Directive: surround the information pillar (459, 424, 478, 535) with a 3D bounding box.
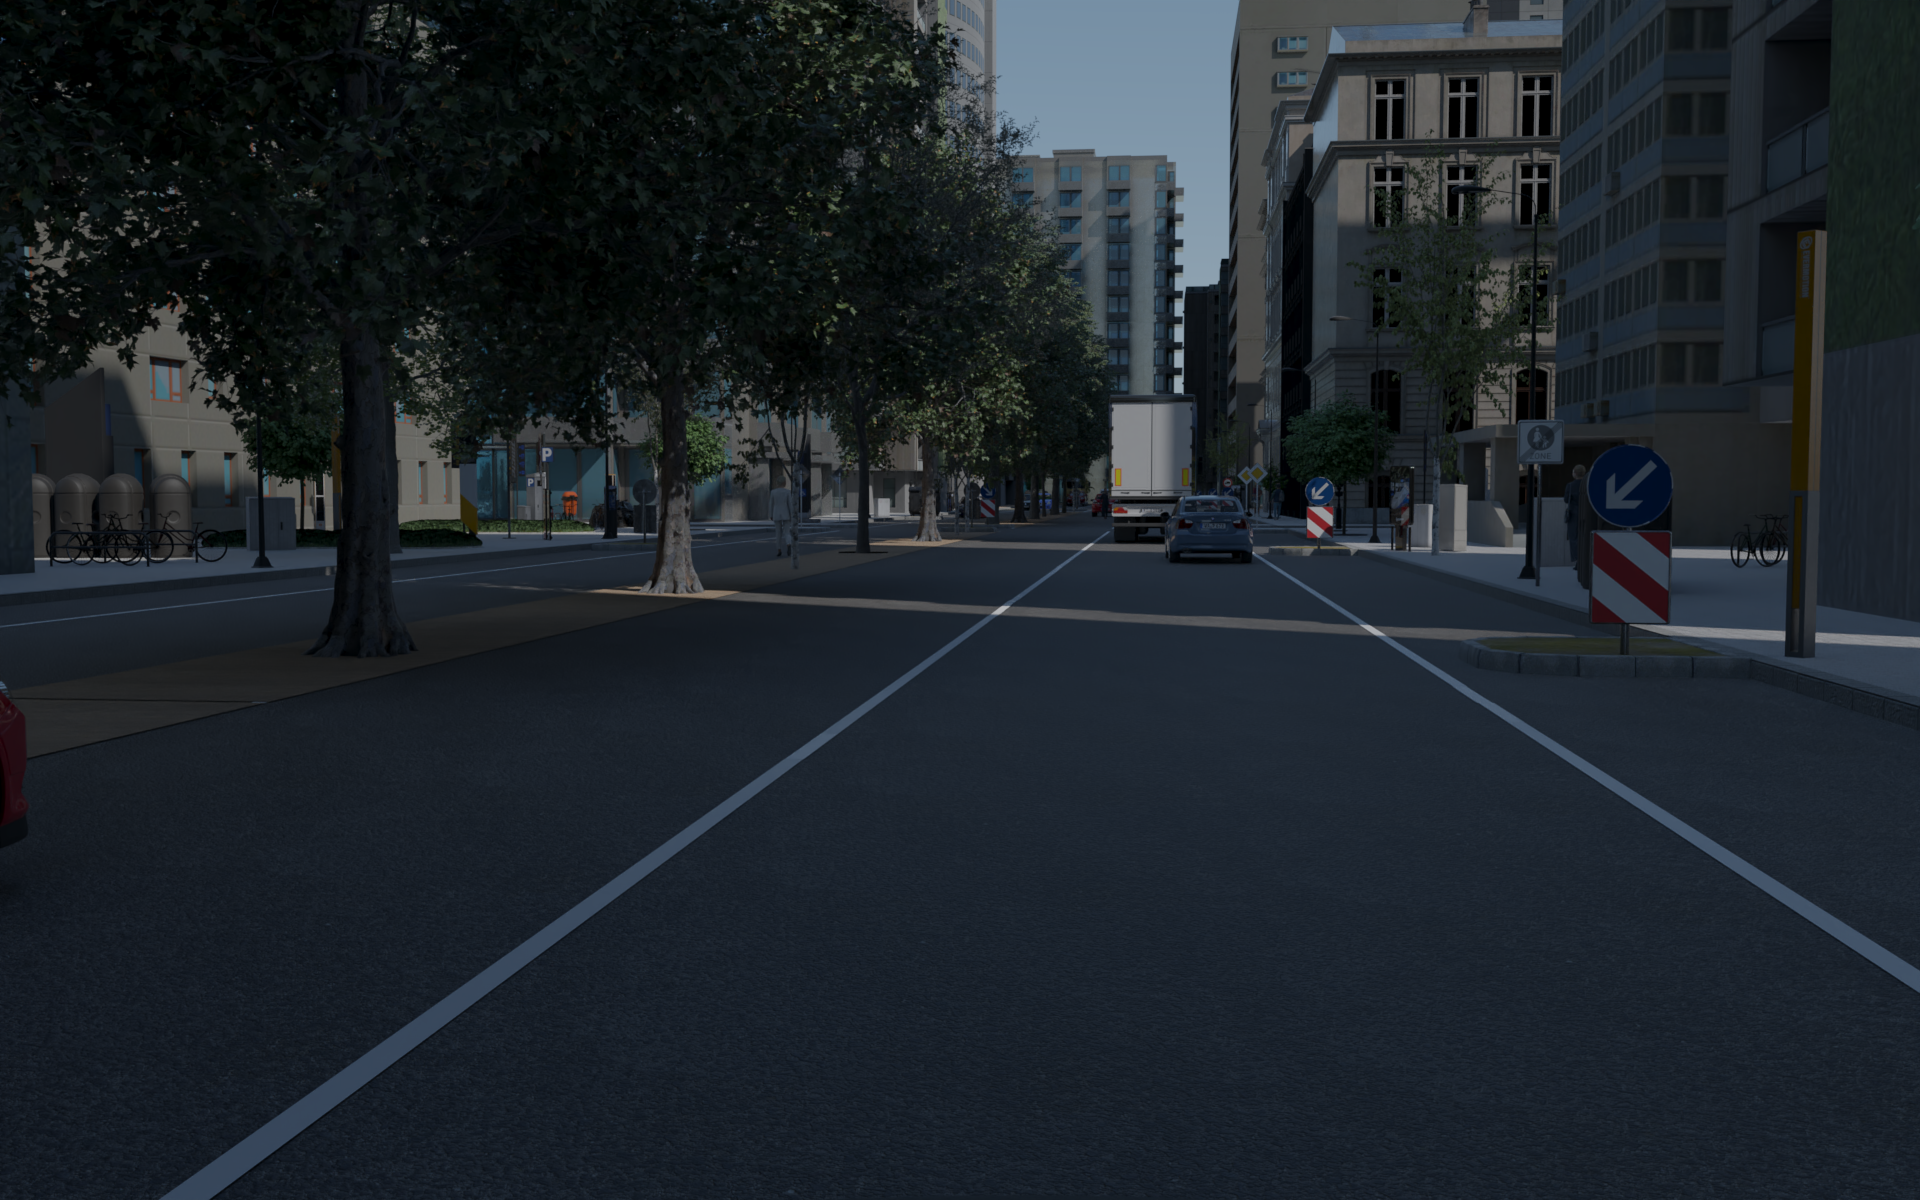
[{"bbox_3d":[-13.495,-3.439,47.578,0.504,3.616,0.183,1,4,10],"label":"information pillar"}]

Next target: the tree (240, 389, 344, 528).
[{"bbox_3d":[-17.507,-3.805,45.924,4.285,4.588,4.351,0,3,0],"label":"tree"}]

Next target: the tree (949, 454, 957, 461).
[{"bbox_3d":[0.602,-12.794,143.591,8.767,10.594,7.601,0,4,1],"label":"tree"}]

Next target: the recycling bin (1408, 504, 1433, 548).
[{"bbox_3d":[11.344,-1.795,41.901,0.722,1.027,0.722,-2,4,-29],"label":"recycling bin"}]

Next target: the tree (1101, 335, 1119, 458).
[{"bbox_3d":[4.203,-11.561,98.134,9.857,13.997,8.962,0,3,0],"label":"tree"}]

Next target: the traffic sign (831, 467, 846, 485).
[{"bbox_3d":[-5.148,-4.391,73.986,0.795,2.593,0.064,0,4,7],"label":"traffic sign"}]

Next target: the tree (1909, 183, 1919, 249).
[{"bbox_3d":[7.503,-1.626,10.293,4.285,4.588,4.351,0,3,0],"label":"tree"}]

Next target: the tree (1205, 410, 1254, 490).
[{"bbox_3d":[23.463,-12.291,151.312,4.737,8.622,4.395,0,3,0],"label":"tree"}]

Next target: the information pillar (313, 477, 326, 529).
[{"bbox_3d":[-19.696,-2.980,53.222,0.304,2.012,0.304,-2,4,-31],"label":"information pillar"}]

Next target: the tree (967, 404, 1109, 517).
[{"bbox_3d":[5.369,-10.531,109.050,8.767,10.594,7.601,0,4,7],"label":"tree"}]

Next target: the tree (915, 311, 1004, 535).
[{"bbox_3d":[-0.097,-6.515,59.335,4.737,8.622,4.395,0,3,0],"label":"tree"}]

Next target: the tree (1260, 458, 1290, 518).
[{"bbox_3d":[16.563,-5.920,91.387,1.663,3.219,1.824,0,3,0],"label":"tree"}]

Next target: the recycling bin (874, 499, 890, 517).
[{"bbox_3d":[-4.404,-5.186,97.338,0.722,1.027,0.722,-2,4,-24],"label":"recycling bin"}]

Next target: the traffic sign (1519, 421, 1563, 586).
[{"bbox_3d":[8.024,-1.337,23.993,0.606,2.300,0.079,1,4,14],"label":"traffic sign"}]

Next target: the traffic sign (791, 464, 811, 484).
[{"bbox_3d":[-6.068,-3.906,66.054,0.795,2.593,0.064,0,4,7],"label":"traffic sign"}]

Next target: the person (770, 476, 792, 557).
[{"bbox_3d":[-4.047,-1.901,39.463,0.514,1.842,0.818,-1,4,-17],"label":"person"}]

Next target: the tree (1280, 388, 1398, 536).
[{"bbox_3d":[11.863,-4.284,53.759,4.285,4.588,4.351,0,3,0],"label":"tree"}]

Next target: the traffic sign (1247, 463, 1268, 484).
[{"bbox_3d":[11.010,-3.784,64.061,0.795,2.593,0.064,0,4,7],"label":"traffic sign"}]

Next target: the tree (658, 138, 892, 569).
[{"bbox_3d":[-3.111,-4.890,32.771,4.360,8.622,3.978,0,3,0],"label":"tree"}]

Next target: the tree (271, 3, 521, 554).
[{"bbox_3d":[-12.713,-7.270,36.996,7.486,12.596,7.792,0,3,0],"label":"tree"}]

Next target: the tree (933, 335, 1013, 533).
[{"bbox_3d":[0.277,-6.798,63.962,4.360,8.622,3.978,0,3,0],"label":"tree"}]

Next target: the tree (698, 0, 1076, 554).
[{"bbox_3d":[-2.317,-7.850,41.171,12.009,13.543,11.850,0,3,0],"label":"tree"}]

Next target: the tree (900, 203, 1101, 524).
[{"bbox_3d":[1.438,-10.239,76.514,9.857,13.997,8.962,0,3,0],"label":"tree"}]

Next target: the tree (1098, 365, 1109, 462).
[{"bbox_3d":[2.981,-10.222,86.591,9.611,12.733,9.660,0,3,0],"label":"tree"}]

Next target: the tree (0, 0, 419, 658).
[{"bbox_3d":[-5.312,-5.860,15.269,9.611,12.733,9.660,0,3,0],"label":"tree"}]

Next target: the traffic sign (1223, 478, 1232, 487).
[{"bbox_3d":[21.254,-8.413,137.654,0.768,2.556,0.104,1,4,9],"label":"traffic sign"}]

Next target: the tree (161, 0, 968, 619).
[{"bbox_3d":[-4.130,-6.448,24.890,9.611,12.733,9.660,0,3,0],"label":"tree"}]

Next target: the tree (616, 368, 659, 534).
[{"bbox_3d":[-9.647,-6.457,55.934,4.360,8.622,3.978,0,3,0],"label":"tree"}]

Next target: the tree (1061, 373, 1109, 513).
[{"bbox_3d":[7.853,-12.255,128.583,9.928,11.665,9.643,0,3,0],"label":"tree"}]

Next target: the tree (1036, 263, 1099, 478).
[{"bbox_3d":[-0.956,-8.106,52.001,9.611,12.733,9.660,0,3,0],"label":"tree"}]

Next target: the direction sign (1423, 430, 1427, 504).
[{"bbox_3d":[16.375,-4.223,61.039,0.379,3.537,0.876,1,4,10],"label":"direction sign"}]

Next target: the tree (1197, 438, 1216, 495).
[{"bbox_3d":[31.318,-16.677,223.037,4.360,8.622,3.978,0,3,0],"label":"tree"}]

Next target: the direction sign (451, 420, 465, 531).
[{"bbox_3d":[-15.143,-3.718,52.786,0.379,3.537,0.876,2,4,32],"label":"direction sign"}]

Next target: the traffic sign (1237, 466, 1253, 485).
[{"bbox_3d":[11.930,-4.269,71.993,0.795,2.593,0.064,0,4,7],"label":"traffic sign"}]

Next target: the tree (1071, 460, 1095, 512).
[{"bbox_3d":[8.990,-11.204,136.011,4.737,8.622,4.395,0,3,0],"label":"tree"}]

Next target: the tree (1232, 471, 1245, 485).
[{"bbox_3d":[23.068,-9.049,142.557,1.663,3.219,1.824,0,3,0],"label":"tree"}]

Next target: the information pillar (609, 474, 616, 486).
[{"bbox_3d":[-12.961,-3.656,64.260,0.304,2.012,0.304,0,4,6],"label":"information pillar"}]

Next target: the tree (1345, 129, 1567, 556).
[{"bbox_3d":[10.151,-5.228,35.848,4.737,8.622,4.395,0,3,0],"label":"tree"}]

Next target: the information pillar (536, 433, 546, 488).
[{"bbox_3d":[-16.116,-4.606,66.666,0.504,3.616,0.183,3,5,39],"label":"information pillar"}]

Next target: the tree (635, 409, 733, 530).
[{"bbox_3d":[-9.814,-4.761,61.559,4.285,4.588,4.351,0,3,0],"label":"tree"}]

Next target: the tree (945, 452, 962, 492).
[{"bbox_3d":[-0.901,-13.288,135.383,7.486,12.596,7.792,0,3,0],"label":"tree"}]

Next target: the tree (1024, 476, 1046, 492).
[{"bbox_3d":[9.686,-14.829,226.169,4.285,4.588,4.351,0,3,0],"label":"tree"}]

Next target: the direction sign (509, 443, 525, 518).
[{"bbox_3d":[-19.569,-5.169,76.512,0.876,3.537,0.379,1,4,22],"label":"direction sign"}]
